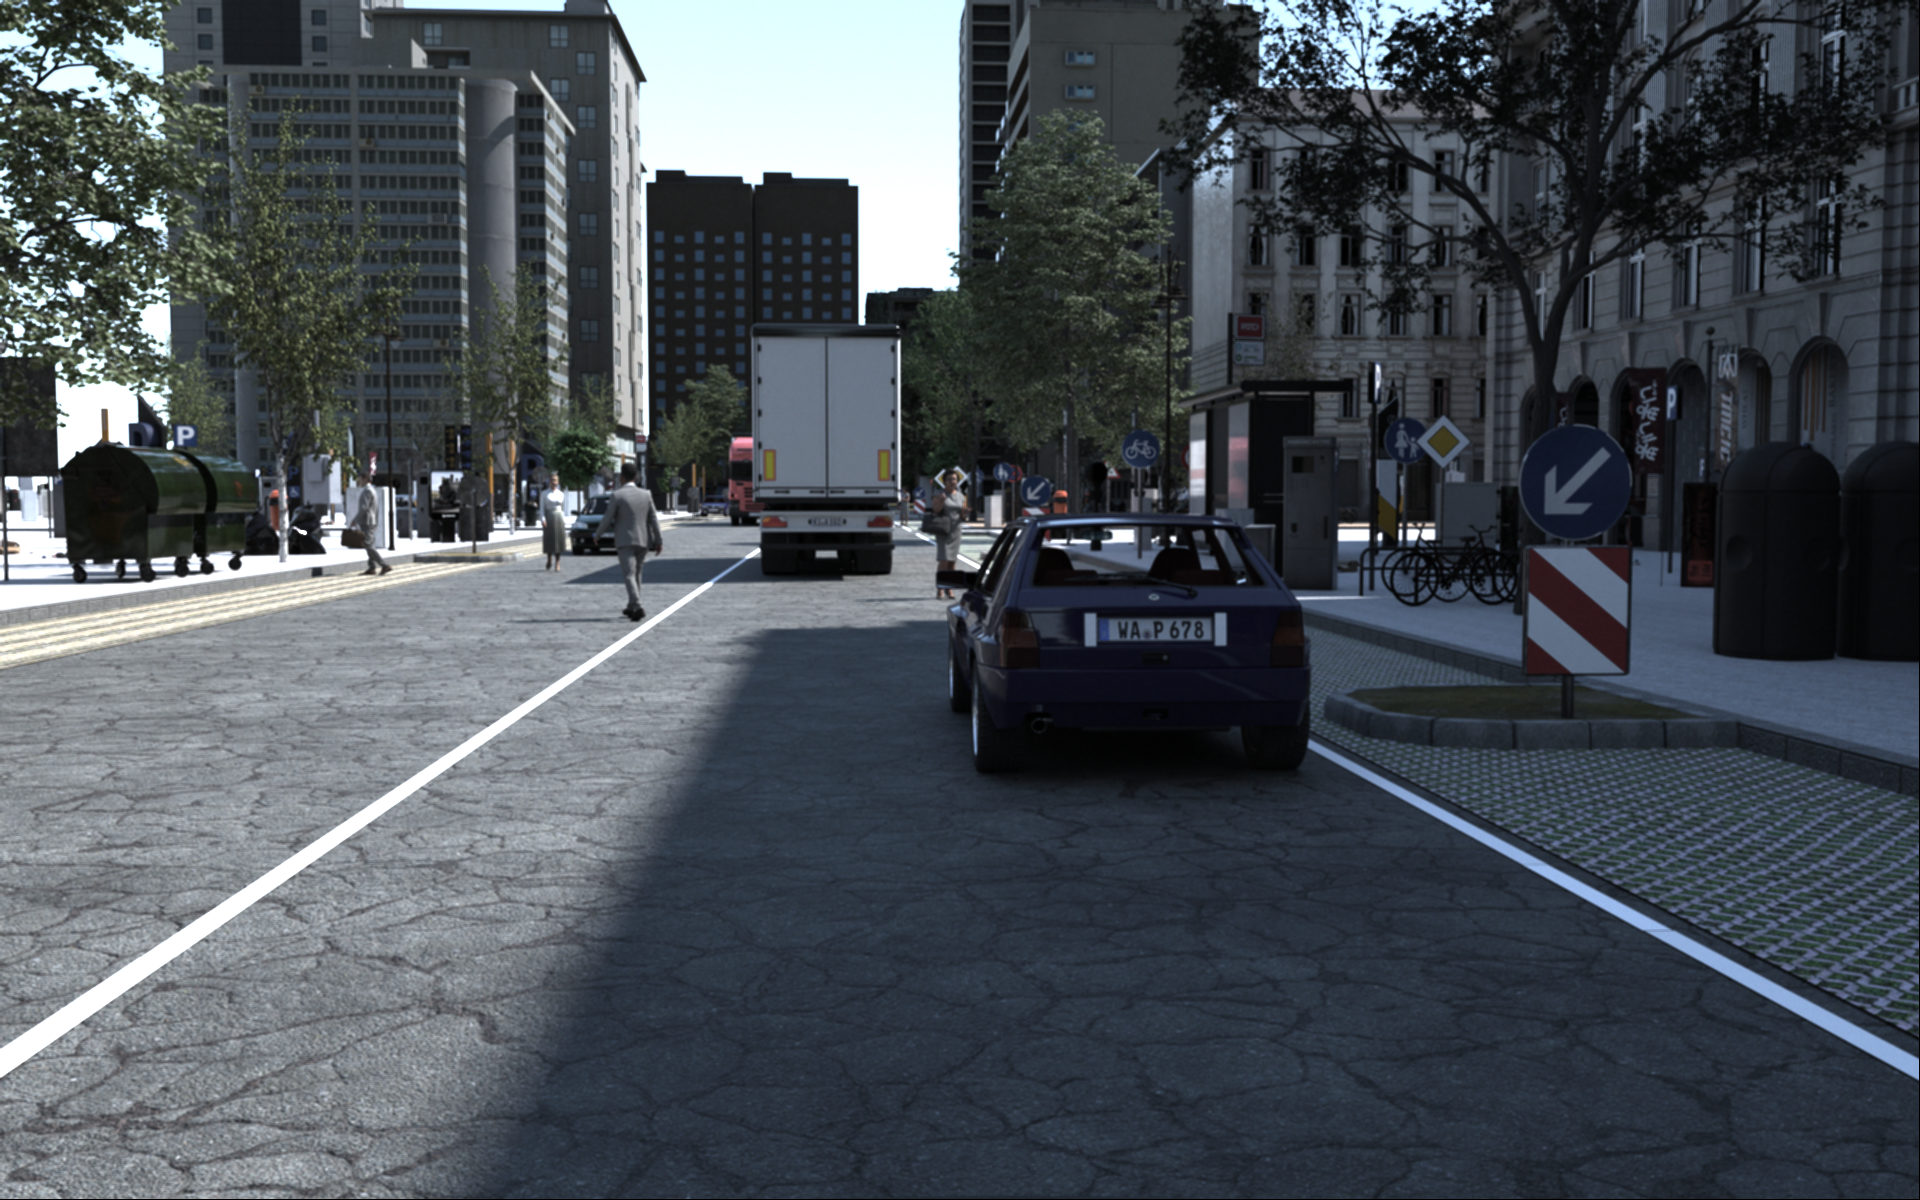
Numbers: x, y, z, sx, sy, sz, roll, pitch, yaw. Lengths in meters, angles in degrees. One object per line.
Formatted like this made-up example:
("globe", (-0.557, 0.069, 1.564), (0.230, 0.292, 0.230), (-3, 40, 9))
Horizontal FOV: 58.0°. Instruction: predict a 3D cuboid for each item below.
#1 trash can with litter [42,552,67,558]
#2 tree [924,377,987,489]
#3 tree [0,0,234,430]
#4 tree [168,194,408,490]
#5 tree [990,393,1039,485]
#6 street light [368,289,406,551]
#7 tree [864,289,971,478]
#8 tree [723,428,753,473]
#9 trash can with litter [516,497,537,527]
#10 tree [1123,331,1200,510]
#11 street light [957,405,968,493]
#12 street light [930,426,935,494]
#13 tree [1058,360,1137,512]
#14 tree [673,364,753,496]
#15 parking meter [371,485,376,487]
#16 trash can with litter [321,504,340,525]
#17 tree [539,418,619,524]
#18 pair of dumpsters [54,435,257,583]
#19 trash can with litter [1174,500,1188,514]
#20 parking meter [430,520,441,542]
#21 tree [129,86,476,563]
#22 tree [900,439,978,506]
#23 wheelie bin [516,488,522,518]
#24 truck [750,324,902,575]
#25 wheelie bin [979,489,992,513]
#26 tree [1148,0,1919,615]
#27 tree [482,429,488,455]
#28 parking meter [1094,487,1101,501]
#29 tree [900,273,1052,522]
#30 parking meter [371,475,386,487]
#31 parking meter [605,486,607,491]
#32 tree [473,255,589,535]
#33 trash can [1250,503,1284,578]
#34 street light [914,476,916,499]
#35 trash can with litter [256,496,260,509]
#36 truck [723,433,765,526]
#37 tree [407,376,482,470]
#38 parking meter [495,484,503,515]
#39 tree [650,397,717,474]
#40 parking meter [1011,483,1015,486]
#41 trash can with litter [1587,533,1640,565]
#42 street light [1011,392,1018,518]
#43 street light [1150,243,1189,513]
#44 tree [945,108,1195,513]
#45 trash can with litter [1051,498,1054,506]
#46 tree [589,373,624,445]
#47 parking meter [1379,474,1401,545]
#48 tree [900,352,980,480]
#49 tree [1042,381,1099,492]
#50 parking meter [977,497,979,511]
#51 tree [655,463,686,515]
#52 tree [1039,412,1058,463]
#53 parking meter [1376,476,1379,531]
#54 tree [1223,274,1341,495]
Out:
("trash can with litter", (-17.804, -1.476, 35.188), (1.678, 1.210, 2.233), (-3, 5, -44))
("tree", (-0.421, -9.738, 109.574), (4.737, 8.622, 4.395), (0, 3, 0))
("tree", (-12.005, -6.151, 18.701), (7.486, 12.596, 7.792), (0, 3, 0))
("tree", (-16.659, -5.670, 43.074), (4.360, 8.622, 3.978), (0, 3, 0))
("tree", (4.266, -10.762, 126.326), (4.360, 8.622, 3.978), (0, 3, 0))
("street light", (-12.892, -4.057, 39.116), (0.468, 5.910, 1.993), (0, 4, -4))
("tree", (-5.148, -18.637, 160.608), (12.611, 20.169, 13.585), (0, 3, 0))
("tree", (-24.921, -15.141, 197.912), (4.360, 8.622, 3.978), (0, 3, 0))
("trash can with litter", (-17.032, -3.440, 67.631), (1.055, 1.170, 0.624), (-1, 4, -9))
("tree", (9.099, -7.805, 77.972), (4.737, 8.622, 4.395), (0, 3, 0))
("street light", (0.117, -7.026, 87.656), (0.468, 5.910, 1.993), (0, 4, -4))
("street light", (-1.790, -8.712, 115.227), (0.468, 5.910, 1.993), (0, 4, -4))
("tree", (7.910, -8.731, 93.108), (4.360, 8.622, 3.978), (0, 3, 0))
("tree", (-21.151, -14.230, 150.788), (7.486, 12.596, 7.792), (0, 3, 0))
("parking meter", (-15.642, -2.288, 45.823), (0.372, 1.533, 0.369), (0, 3, 0))
("trash can with litter", (-27.559, -3.827, 73.630), (2.233, 1.210, 1.678), (-1, 4, -19))
("tree", (-16.318, -5.502, 73.673), (4.285, 4.588, 4.351), (0, 3, 0))
("pair of dumpsters", (-12.430, -1.497, 26.962), (1.574, 2.255, 4.437), (0, 4, -4))
("trash can with litter", (5.344, -1.921, 42.797), (1.055, 1.170, 0.624), (0, 4, -4))
("parking meter", (-13.996, -2.487, 46.368), (0.399, 1.863, 0.255), (3, 4, 38))
("tree", (-12.405, -4.993, 31.998), (4.737, 8.622, 4.395), (0, 3, 0))
("tree", (-0.674, -7.210, 101.591), (4.285, 4.588, 4.351), (0, 3, 0))
("wheelie bin", (-23.290, -5.089, 91.109), (0.693, 1.594, 0.980), (-1, 4, -10))
("truck", (-2.652, -2.770, 34.196), (2.839, 4.237, 11.283), (0, 4, -5))
("wheelie bin", (1.699, -6.685, 117.215), (0.980, 1.594, 0.693), (-3, 4, -38))
("tree", (5.906, -5.099, 17.783), (8.767, 10.594, 7.601), (1, 4, 18))
("tree", (-36.748, -10.818, 127.244), (4.360, 8.622, 3.978), (0, 3, 0))
("parking meter", (9.037, -6.602, 113.658), (0.399, 1.863, 0.255), (2, 4, 29))
("tree", (0.756, -9.448, 80.222), (9.928, 11.665, 9.643), (0, 3, 0))
("parking meter", (-17.431, -2.832, 52.018), (0.399, 1.863, 0.255), (-3, 4, -38))
("parking meter", (-22.100, -6.228, 107.543), (0.399, 1.863, 0.255), (3, 5, 40))
("tree", (-14.044, -6.330, 53.851), (4.737, 8.622, 4.395), (0, 3, 0))
("trash can", (4.848, -0.925, 26.779), (0.748, 1.137, 0.748), (0, 3, 0))
("street light", (-3.707, -10.364, 142.233), (0.468, 5.910, 1.993), (0, 4, -4))
("trash can with litter", (-33.145, -4.363, 82.720), (1.055, 1.170, 0.624), (1, 4, 20))
("truck", (-9.291, -5.653, 81.337), (2.839, 4.237, 11.283), (0, 4, -3))
("tree", (-32.675, -9.571, 106.854), (4.360, 8.622, 3.978), (0, 3, 0))
("parking meter", (-26.891, -5.826, 100.965), (0.399, 1.863, 0.255), (-3, 5, -41))
("tree", (-20.591, -11.061, 131.203), (4.737, 8.622, 4.395), (0, 3, 0))
("parking meter", (2.856, -5.280, 92.045), (0.255, 1.863, 0.399), (0, 4, 0))
("trash can with litter", (11.919, -1.302, 32.343), (1.678, 1.210, 2.233), (0, 4, -3))
("street light", (1.950, -5.327, 59.879), (0.468, 5.910, 1.993), (0, 4, -4))
("street light", (3.861, -3.628, 32.111), (0.468, 5.910, 1.993), (0, 4, -4))
("tree", (3.010, -8.189, 52.022), (7.486, 12.596, 7.792), (0, 3, 0))
("trash can with litter", (4.250, -4.344, 82.414), (1.055, 1.170, 0.624), (3, 5, 45))
("tree", (-22.224, -9.407, 104.164), (4.737, 8.622, 4.395), (0, 3, 0))
("parking meter", (10.791, -2.299, 43.306), (0.399, 1.863, 0.255), (0, 4, -5))
("tree", (-3.069, -13.381, 135.789), (9.611, 12.733, 9.660), (0, 3, 0))
("tree", (6.930, -9.717, 109.233), (4.737, 8.622, 4.395), (0, 3, 0))
("parking meter", (1.290, -7.571, 129.496), (0.399, 1.863, 0.255), (-1, 4, -18))
("tree", (-18.843, -7.204, 112.392), (1.663, 3.219, 1.824), (0, 3, 0))
("tree", (7.392, -9.409, 104.199), (4.360, 8.622, 3.978), (0, 3, 0))
("parking meter", (13.850, -3.159, 57.368), (0.399, 1.863, 0.255), (-2, 4, -29))
("tree", (10.891, -6.622, 58.635), (4.360, 8.622, 3.978), (0, 3, 0))
